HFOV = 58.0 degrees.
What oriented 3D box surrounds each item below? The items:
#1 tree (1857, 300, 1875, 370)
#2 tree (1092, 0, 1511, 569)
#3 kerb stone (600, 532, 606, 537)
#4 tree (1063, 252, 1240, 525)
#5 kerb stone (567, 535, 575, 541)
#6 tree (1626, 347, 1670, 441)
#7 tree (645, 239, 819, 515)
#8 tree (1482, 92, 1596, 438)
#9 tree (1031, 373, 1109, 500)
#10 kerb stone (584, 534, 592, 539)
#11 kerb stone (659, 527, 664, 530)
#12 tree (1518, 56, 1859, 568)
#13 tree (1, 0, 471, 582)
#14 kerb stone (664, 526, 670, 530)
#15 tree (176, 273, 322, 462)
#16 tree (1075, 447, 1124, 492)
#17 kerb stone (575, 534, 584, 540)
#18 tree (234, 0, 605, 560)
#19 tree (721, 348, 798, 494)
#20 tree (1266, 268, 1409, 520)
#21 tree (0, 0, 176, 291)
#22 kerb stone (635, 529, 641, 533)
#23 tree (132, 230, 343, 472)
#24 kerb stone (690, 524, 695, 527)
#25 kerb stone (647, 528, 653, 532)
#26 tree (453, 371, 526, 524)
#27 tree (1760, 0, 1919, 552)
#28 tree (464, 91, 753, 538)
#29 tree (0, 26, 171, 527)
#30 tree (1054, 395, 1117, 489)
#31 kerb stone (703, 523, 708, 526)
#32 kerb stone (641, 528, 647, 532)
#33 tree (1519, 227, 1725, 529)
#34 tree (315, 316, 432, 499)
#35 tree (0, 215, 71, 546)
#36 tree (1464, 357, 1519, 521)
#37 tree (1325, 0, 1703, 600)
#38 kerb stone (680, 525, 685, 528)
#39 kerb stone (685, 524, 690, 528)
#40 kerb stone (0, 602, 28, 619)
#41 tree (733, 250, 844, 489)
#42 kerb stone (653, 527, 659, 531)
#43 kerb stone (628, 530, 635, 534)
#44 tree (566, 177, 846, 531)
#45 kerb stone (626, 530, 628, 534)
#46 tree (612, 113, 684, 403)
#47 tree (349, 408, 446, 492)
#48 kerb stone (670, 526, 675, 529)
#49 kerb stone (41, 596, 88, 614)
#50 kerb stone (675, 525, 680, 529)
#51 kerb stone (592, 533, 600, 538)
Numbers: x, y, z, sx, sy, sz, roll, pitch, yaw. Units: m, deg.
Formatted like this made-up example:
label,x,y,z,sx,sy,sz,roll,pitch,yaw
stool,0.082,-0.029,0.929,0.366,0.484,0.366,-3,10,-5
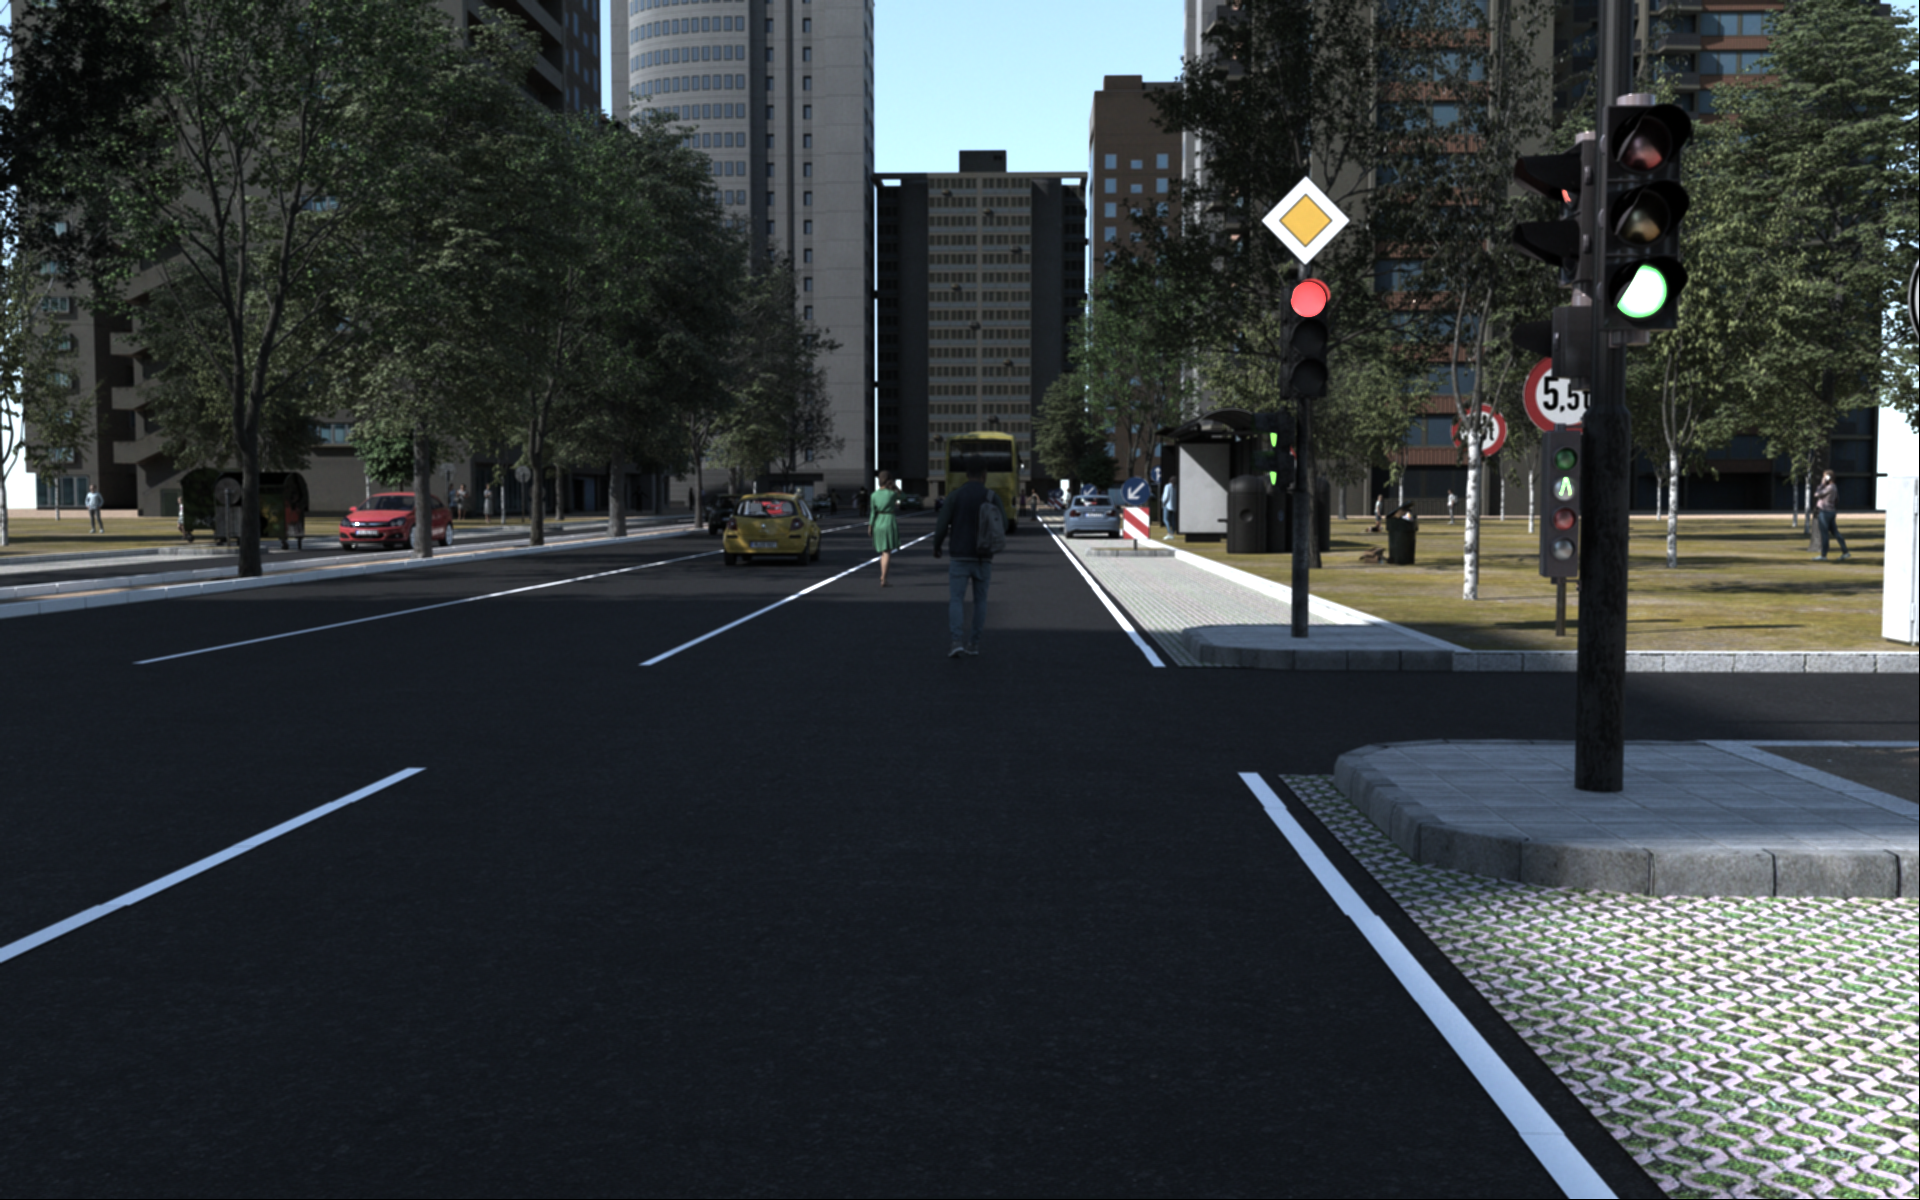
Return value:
label,x,y,z,sx,sy,sz,roll,pitch,yaw
tree,27.365,-6.476,56.240,4.737,8.622,4.395,0,3,0
tree,5.765,-5.822,29.610,7.601,10.594,8.767,0,4,-3
kerb stone,-11.896,-2.133,57.073,0.120,0.150,1.000,0,4,2
tree,8.005,-8.962,72.287,9.928,11.665,9.643,0,3,0
kerb stone,-12.036,-1.876,52.974,0.120,0.150,1.000,0,4,2
tree,27.099,-8.632,75.551,7.601,10.594,8.767,0,4,-4
tree,-10.185,-9.562,76.920,7.486,12.596,7.792,0,3,0
tree,18.147,-7.965,48.359,7.486,12.596,7.792,0,3,0
tree,9.999,-14.941,162.407,7.486,12.596,7.792,0,3,0
kerb stone,-11.963,-2.008,55.028,0.120,0.150,1.000,0,4,2
kerb stone,-11.576,-2.695,66.308,0.120,0.150,1.000,0,4,2
tree,12.648,-4.864,29.890,4.737,8.622,4.395,0,3,0
tree,-11.634,-6.113,28.152,9.928,11.665,9.643,0,3,0
kerb stone,-11.547,-2.759,67.334,0.120,0.150,1.000,0,4,2
tree,-23.217,-6.520,56.965,4.737,8.622,4.395,0,3,0
tree,9.649,-8.362,120.431,4.285,4.588,4.351,0,3,0
kerb stone,-11.990,-1.945,53.998,0.120,0.150,1.000,0,4,2
tree,-11.523,-7.115,36.915,7.486,12.596,7.792,0,3,0
tree,-9.847,-7.965,83.044,4.360,8.622,3.978,0,3,0
tree,18.695,-10.271,86.062,7.486,12.596,7.792,0,3,0
tree,-12.227,-4.977,18.250,8.767,10.594,7.601,0,4,2
kerb stone,-11.713,-2.447,62.206,0.120,0.150,1.000,0,4,2
tree,-34.901,-10.854,84.117,9.857,13.997,8.962,0,3,0
kerb stone,-11.363,-3.074,72.458,0.120,0.150,1.000,0,4,2
kerb stone,-11.648,-2.572,64.262,0.120,0.150,1.000,0,4,2
tree,-19.855,-7.571,74.156,4.737,8.622,4.395,0,3,0
tree,19.493,-7.338,38.108,7.486,12.596,7.792,0,3,0
tree,-11.169,-8.981,55.959,9.857,13.997,8.962,0,3,0
tree,-36.416,-12.983,68.162,12.611,20.169,13.585,0,3,0
tree,9.816,-11.223,133.862,4.360,8.622,3.978,0,3,0
kerb stone,-11.267,-3.262,75.525,0.120,0.150,1.000,0,4,2
kerb stone,-11.683,-2.510,63.236,0.120,0.150,1.000,0,4,2
tree,23.911,-8.404,63.165,9.928,11.665,9.643,0,3,0
tree,-23.449,-7.269,69.207,4.360,8.622,3.978,0,3,0
tree,-23.687,-5.640,42.569,4.737,8.622,4.395,0,3,0
tree,26.524,-8.152,83.645,4.737,8.622,4.395,0,3,0
tree,6.435,-4.308,20.795,4.360,8.622,3.978,0,3,0
kerb stone,-11.435,-2.948,70.398,0.120,0.150,1.000,0,4,2
kerb stone,-11.396,-3.011,71.430,0.120,0.150,1.000,0,4,2
kerb stone,-11.062,0.125,20.153,0.120,0.150,1.000,0,4,2
tree,-15.684,-16.995,133.751,12.611,20.169,13.585,0,3,0
kerb stone,-11.617,-2.635,65.283,0.120,0.150,1.000,0,4,2
kerb stone,-11.753,-2.384,61.185,0.120,0.150,1.000,0,4,2
tree,-10.153,-9.427,66.957,12.009,13.543,11.850,0,3,0
kerb stone,-11.787,-2.321,60.152,0.120,0.150,1.000,0,4,2
tree,-11.183,-7.187,45.728,9.928,11.665,9.643,0,3,0
tree,-20.346,-4.833,62.735,4.285,4.588,4.351,0,3,0
kerb stone,-11.508,-2.820,68.355,0.120,0.150,1.000,0,4,2
kerb stone,-11.025,0.064,21.174,0.120,0.150,1.000,0,4,2
kerb stone,-11.466,-2.886,69.377,0.120,0.150,1.000,0,4,2
kerb stone,-11.928,-2.068,56.052,0.120,0.150,1.000,0,4,2
